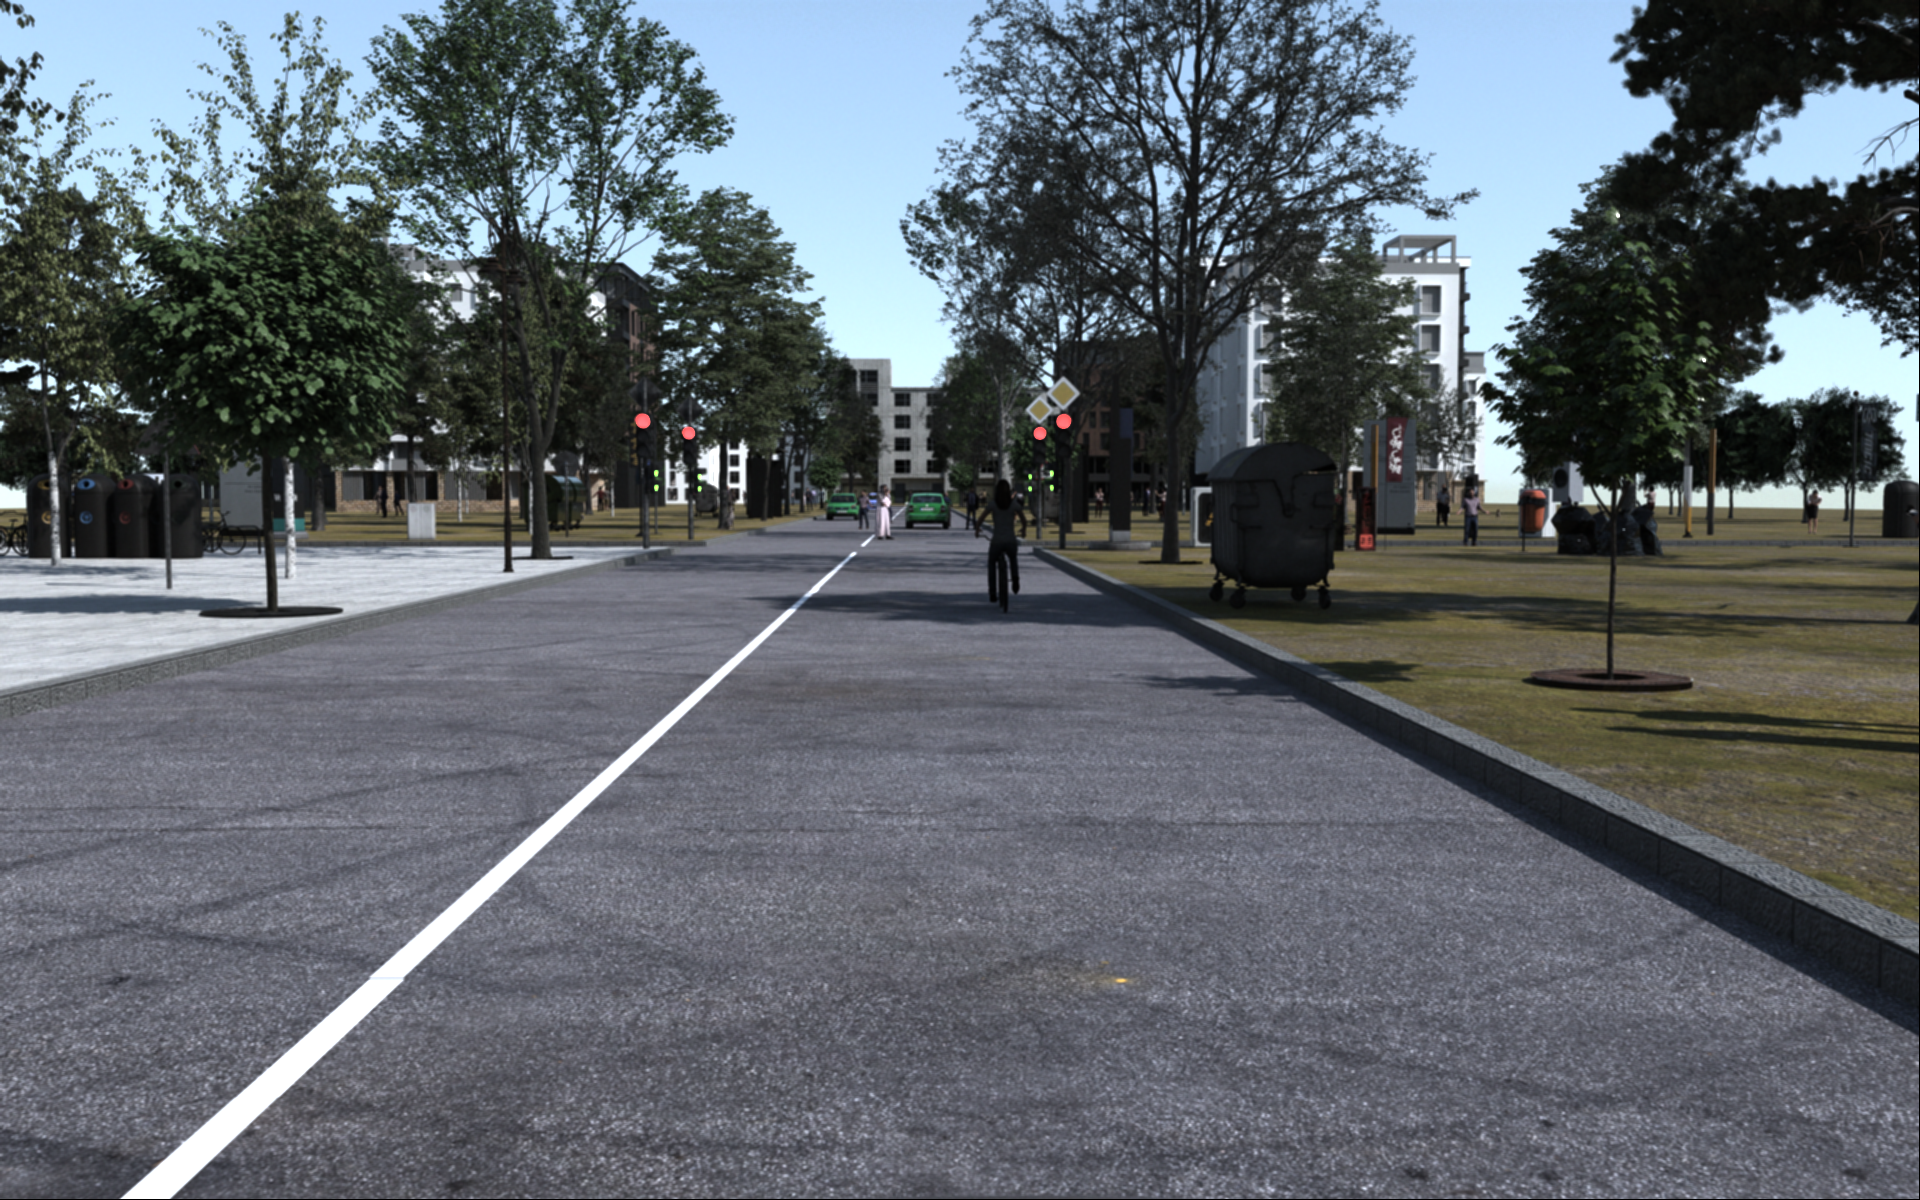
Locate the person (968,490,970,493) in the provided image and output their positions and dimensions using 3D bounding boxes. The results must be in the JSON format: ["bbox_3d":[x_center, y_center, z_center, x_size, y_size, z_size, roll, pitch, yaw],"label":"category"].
[{"bbox_3d":[1.066,-10.647,180.795,0.551,1.740,0.621,-3,5,-43],"label":"person"}]

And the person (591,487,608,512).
[{"bbox_3d":[-26.376,-7.397,126.940,1.348,1.831,0.705,-2,4,-33],"label":"person"}]

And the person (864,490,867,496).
[{"bbox_3d":[-8.251,-8.630,149.692,0.705,1.812,1.348,0,4,8],"label":"person"}]

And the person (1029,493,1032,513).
[{"bbox_3d":[4.980,-6.739,118.281,0.516,1.574,0.319,-1,4,-8],"label":"person"}]

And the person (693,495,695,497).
[{"bbox_3d":[-23.049,-8.923,152.063,0.705,1.807,1.348,-3,5,-43],"label":"person"}]

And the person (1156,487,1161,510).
[{"bbox_3d":[15.954,-8.237,140.738,1.348,1.822,0.705,0,4,7],"label":"person"}]

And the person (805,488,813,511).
[{"bbox_3d":[-11.776,-7.852,134.865,0.683,1.767,0.568,1,4,10],"label":"person"}]

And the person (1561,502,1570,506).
[{"bbox_3d":[26.318,-4.170,75.153,0.436,1.711,0.756,-1,4,-15],"label":"person"}]

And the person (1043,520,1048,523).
[{"bbox_3d":[3.540,-4.215,75.633,0.621,1.740,0.551,1,4,10],"label":"person"}]

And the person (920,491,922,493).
[{"bbox_3d":[-4.548,-11.617,198.405,0.705,1.831,1.348,3,5,39],"label":"person"}]

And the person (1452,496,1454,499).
[{"bbox_3d":[58.378,-12.075,205.802,0.709,1.838,0.599,-2,4,-34],"label":"person"}]

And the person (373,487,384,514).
[{"bbox_3d":[-37.407,-6.421,111.579,0.434,1.755,0.990,3,5,40],"label":"person"}]

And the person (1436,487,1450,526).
[{"bbox_3d":[19.691,-3.809,70.525,0.614,1.554,0.590,-1,4,-10],"label":"person"}]

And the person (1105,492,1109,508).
[{"bbox_3d":[13.268,-8.953,155.676,0.557,1.426,1.065,2,4,32],"label":"person"}]

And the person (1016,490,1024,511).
[{"bbox_3d":[4.166,-6.804,119.492,0.614,1.554,0.590,-2,4,-31],"label":"person"}]

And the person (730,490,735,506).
[{"bbox_3d":[-23.930,-10.646,180.791,1.217,1.739,0.721,2,4,34],"label":"person"}]

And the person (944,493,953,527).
[{"bbox_3d":[-0.520,-3.975,76.185,0.574,1.496,0.600,3,5,40],"label":"person"}]

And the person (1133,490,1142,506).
[{"bbox_3d":[18.950,-10.914,185.041,0.990,1.755,0.434,1,4,18],"label":"person"}]

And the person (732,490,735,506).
[{"bbox_3d":[-23.925,-10.747,182.271,0.721,1.766,1.217,0,4,-4],"label":"person"}]

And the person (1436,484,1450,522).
[{"bbox_3d":[22.203,-4.460,79.643,0.600,1.739,0.565,0,4,-3],"label":"person"}]

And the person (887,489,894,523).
[{"bbox_3d":[-3.580,-4.722,86.640,0.436,1.711,0.756,-2,4,-24],"label":"person"}]

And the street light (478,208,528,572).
[{"bbox_3d":[-7.429,-3.396,28.316,0.468,5.910,1.993,0,4,-1],"label":"street light"}]

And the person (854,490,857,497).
[{"bbox_3d":[-11.932,-11.571,195.948,0.721,1.735,1.217,-2,4,-28],"label":"person"}]

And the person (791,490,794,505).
[{"bbox_3d":[-19.264,-11.739,198.685,0.721,1.736,1.217,0,4,4],"label":"person"}]

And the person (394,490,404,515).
[{"bbox_3d":[-33.692,-5.812,103.768,0.574,1.496,0.600,-2,4,-32],"label":"person"}]

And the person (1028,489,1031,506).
[{"bbox_3d":[7.317,-10.682,180.775,0.705,1.814,1.350,1,4,13],"label":"person"}]

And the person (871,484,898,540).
[{"bbox_3d":[-2.410,-2.772,54.496,0.621,1.740,0.551,1,4,18],"label":"person"}]

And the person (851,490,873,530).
[{"bbox_3d":[-3.906,-3.623,69.687,0.963,1.587,0.435,1,4,10],"label":"person"}]

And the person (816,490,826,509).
[{"bbox_3d":[-11.969,-8.778,149.547,0.705,1.826,1.348,-3,5,-41],"label":"person"}]

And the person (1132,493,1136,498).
[{"bbox_3d":[14.933,-8.984,152.893,1.348,1.831,0.705,2,4,31],"label":"person"}]

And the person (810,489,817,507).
[{"bbox_3d":[-14.829,-10.343,175.023,0.709,1.838,0.599,-1,4,-10],"label":"person"}]

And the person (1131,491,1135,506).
[{"bbox_3d":[19.170,-11.256,191.545,0.593,1.643,0.415,0,4,8],"label":"person"}]

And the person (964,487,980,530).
[{"bbox_3d":[0.480,-3.691,69.671,0.655,1.722,0.431,-1,4,-8],"label":"person"}]

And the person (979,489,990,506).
[{"bbox_3d":[2.539,-10.778,182.351,1.348,1.812,0.705,-1,4,-18],"label":"person"}]

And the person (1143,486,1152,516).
[{"bbox_3d":[10.873,-5.741,100.605,0.504,1.737,0.576,-2,4,-28],"label":"person"}]

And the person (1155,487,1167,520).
[{"bbox_3d":[9.976,-4.804,86.052,0.517,1.644,0.566,-3,5,-43],"label":"person"}]

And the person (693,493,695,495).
[{"bbox_3d":[-30.513,-11.821,200.038,1.217,1.743,0.721,-3,4,-39],"label":"person"}]

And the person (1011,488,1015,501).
[{"bbox_3d":[4.468,-8.687,148.082,0.705,1.824,1.348,-1,4,-16],"label":"person"}]

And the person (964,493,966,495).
[{"bbox_3d":[0.688,-9.648,167.019,0.697,1.427,0.421,2,4,34],"label":"person"}]

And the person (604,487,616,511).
[{"bbox_3d":[-26.652,-7.625,130.710,1.348,1.824,0.705,1,4,13],"label":"person"}]

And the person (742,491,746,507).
[{"bbox_3d":[-22.099,-10.394,177.451,0.415,1.643,0.593,-1,4,-13],"label":"person"}]

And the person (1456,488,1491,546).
[{"bbox_3d":[13.591,-2.178,46.063,0.963,1.587,0.435,-1,4,-8],"label":"person"}]

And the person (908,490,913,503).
[{"bbox_3d":[-3.173,-6.358,113.368,0.541,1.710,0.530,-3,5,-40],"label":"person"}]

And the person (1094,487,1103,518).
[{"bbox_3d":[7.576,-5.306,94.252,0.566,1.644,0.517,-3,5,-42],"label":"person"}]

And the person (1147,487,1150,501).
[{"bbox_3d":[14.197,-7.541,129.208,0.709,1.838,0.599,-2,4,-25],"label":"person"}]

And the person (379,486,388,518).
[{"bbox_3d":[-31.318,-5.334,93.953,0.504,1.737,0.576,-1,4,-10],"label":"person"}]

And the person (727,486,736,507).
[{"bbox_3d":[-12.990,-5.541,97.186,0.990,1.755,0.434,-2,4,-26],"label":"person"}]

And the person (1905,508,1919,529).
[{"bbox_3d":[5.347,-0.156,9.303,0.504,1.737,0.576,2,4,35],"label":"person"}]

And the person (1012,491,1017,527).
[{"bbox_3d":[1.903,-3.669,67.507,0.593,1.643,0.415,-1,4,-8],"label":"person"}]

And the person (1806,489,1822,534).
[{"bbox_3d":[27.585,-2.862,56.017,0.628,1.438,0.799,-1,4,-12],"label":"person"}]

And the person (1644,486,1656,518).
[{"bbox_3d":[30.022,-4.153,75.401,0.517,1.644,0.566,2,4,29],"label":"person"}]

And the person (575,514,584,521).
[{"bbox_3d":[-18.294,-4.576,83.067,0.471,1.553,0.569,2,4,33],"label":"person"}]
